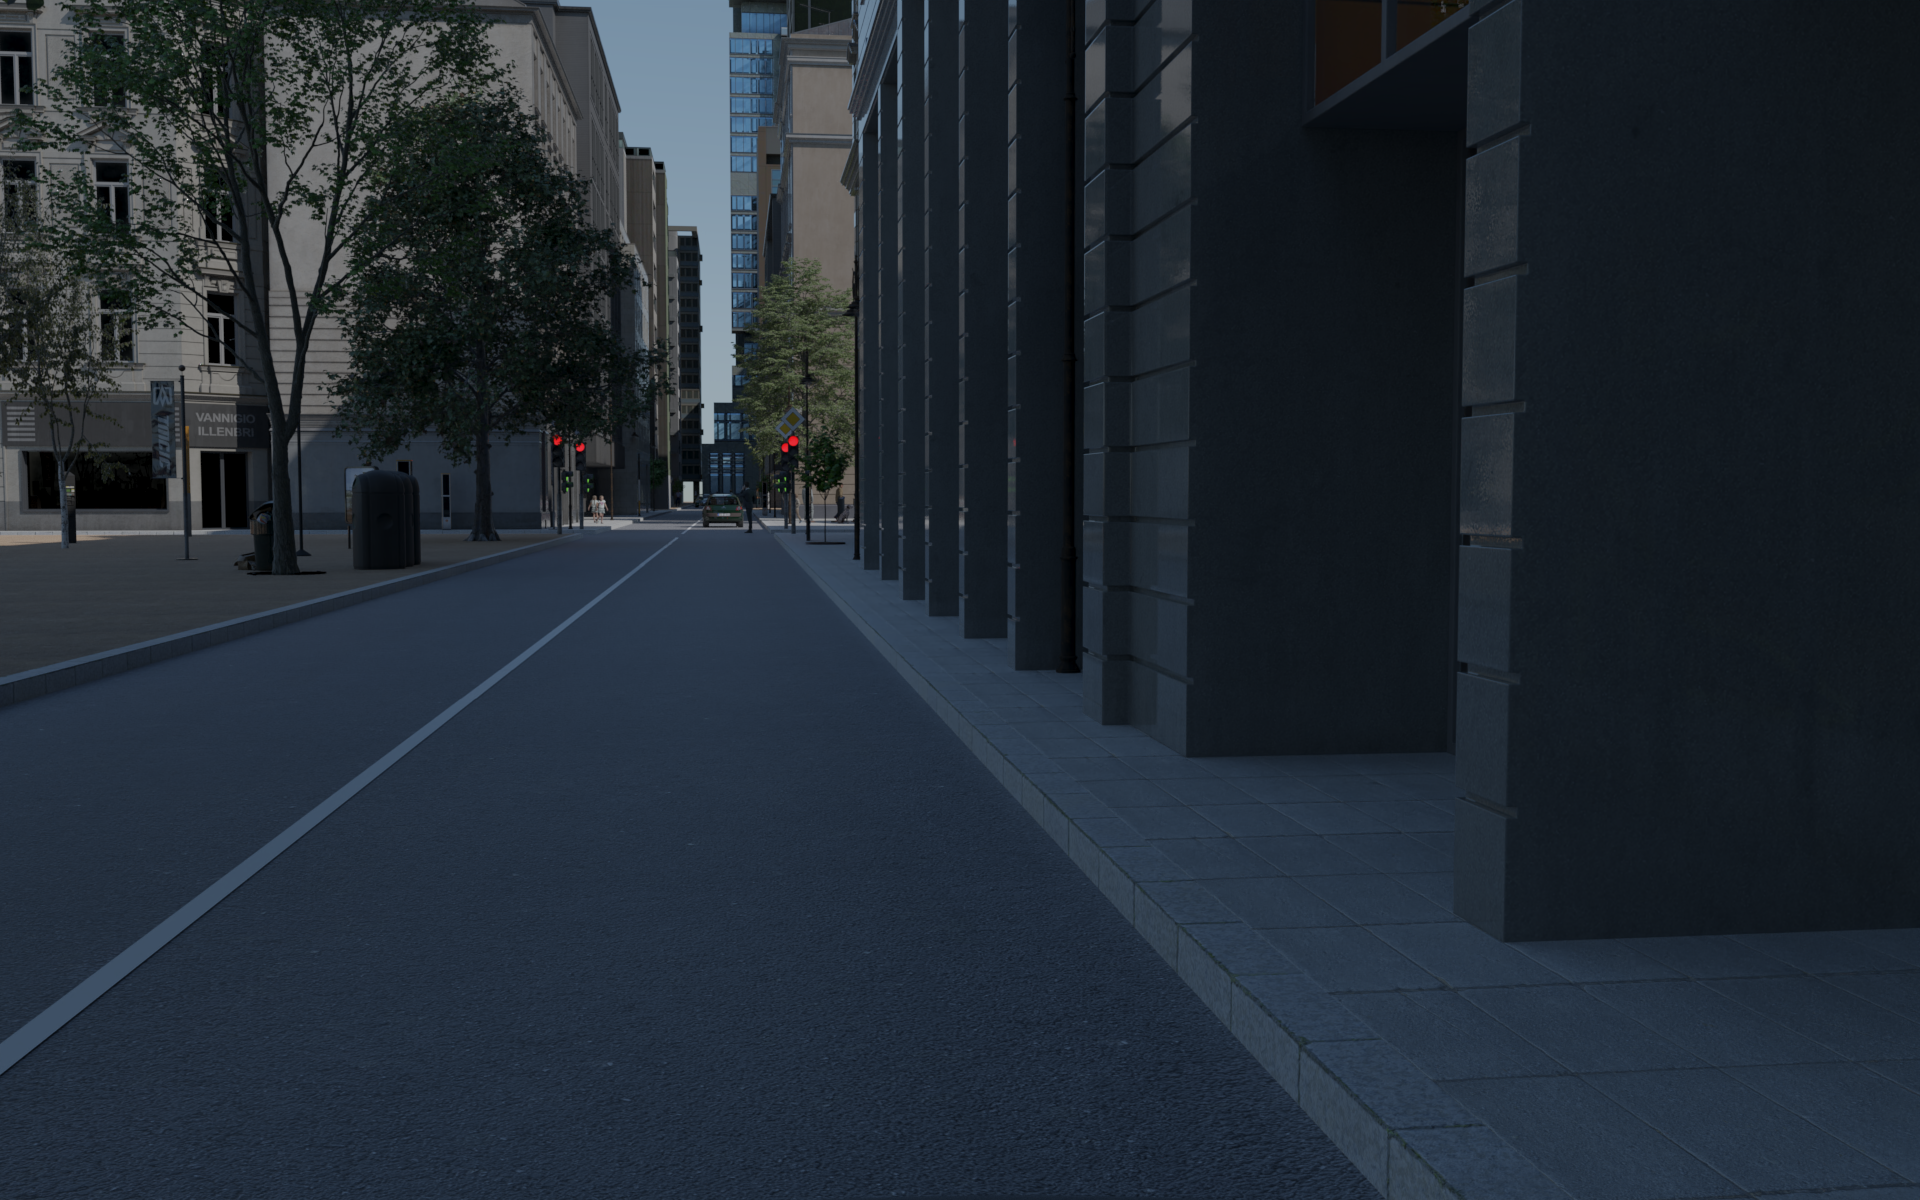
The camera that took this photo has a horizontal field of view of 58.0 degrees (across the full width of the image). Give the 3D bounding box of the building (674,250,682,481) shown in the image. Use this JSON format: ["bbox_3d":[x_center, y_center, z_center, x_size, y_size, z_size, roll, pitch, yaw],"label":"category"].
[{"bbox_3d":[-40.147,-26.509,205.121,14.107,30.474,14.160,0,4,-7],"label":"building"}]

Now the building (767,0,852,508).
[{"bbox_3d":[-7.674,-44.209,161.061,20.563,71.187,20.611,0,4,-7],"label":"building"}]

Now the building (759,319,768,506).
[{"bbox_3d":[-7.598,-20.946,187.505,27.650,21.520,28.899,0,4,-7],"label":"building"}]

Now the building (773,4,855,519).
[{"bbox_3d":[-3.773,-19.171,99.353,13.634,28.700,20.117,0,4,-7],"label":"building"}]

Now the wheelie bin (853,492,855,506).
[{"bbox_3d":[-4.651,-4.536,82.080,0.980,1.594,0.693,3,5,44],"label":"wheelie bin"}]

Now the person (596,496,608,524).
[{"bbox_3d":[-15.505,-3.908,74.949,0.505,1.210,0.382,-3,4,-37],"label":"person"}]

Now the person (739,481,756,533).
[{"bbox_3d":[-7.833,-3.416,63.708,0.474,1.900,0.648,1,4,17],"label":"person"}]

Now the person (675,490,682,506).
[{"bbox_3d":[-29.108,-10.514,178.878,0.756,1.711,0.436,2,4,27],"label":"person"}]

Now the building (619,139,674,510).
[{"bbox_3d":[-31.471,-22.728,143.302,14.160,30.474,14.107,0,4,-7],"label":"building"}]

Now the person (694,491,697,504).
[{"bbox_3d":[-29.607,-11.261,193.354,0.721,1.736,1.217,0,4,-2],"label":"person"}]

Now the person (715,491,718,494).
[{"bbox_3d":[-28.098,-11.682,200.176,0.621,1.740,0.551,-3,5,-40],"label":"person"}]

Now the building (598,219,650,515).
[{"bbox_3d":[-25.976,-15.796,113.015,10.420,20.320,16.860,0,4,-7],"label":"building"}]

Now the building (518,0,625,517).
[{"bbox_3d":[-25.746,-18.225,91.488,14.314,27.812,24.014,0,4,-7],"label":"building"}]

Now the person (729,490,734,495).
[{"bbox_3d":[-19.466,-8.467,147.022,0.705,1.814,1.350,2,4,28],"label":"person"}]

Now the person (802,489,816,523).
[{"bbox_3d":[-6.796,-4.371,77.603,0.635,1.810,0.391,2,4,23],"label":"person"}]

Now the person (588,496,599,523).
[{"bbox_3d":[-16.393,-4.062,77.479,0.505,1.210,0.382,0,3,0],"label":"person"}]

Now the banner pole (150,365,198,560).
[{"bbox_3d":[-15.294,-2.668,33.646,0.863,3.779,0.401,0,4,1],"label":"banner pole"}]

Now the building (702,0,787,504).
[{"bbox_3d":[-18.915,-56.180,231.209,31.000,86.520,22.319,0,4,-7],"label":"building"}]

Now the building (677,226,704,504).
[{"bbox_3d":[-46.827,-33.159,234.025,23.993,40.220,32.217,0,4,-7],"label":"building"}]

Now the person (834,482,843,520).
[{"bbox_3d":[-5.791,-4.732,83.315,0.656,1.842,0.836,2,4,30],"label":"person"}]

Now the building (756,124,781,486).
[{"bbox_3d":[-17.173,-34.074,207.224,14.600,45.320,14.200,0,4,-7],"label":"building"}]

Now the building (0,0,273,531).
[{"bbox_3d":[-47.193,-17.661,65.174,44.131,29.872,17.030,0,4,-7],"label":"building"}]

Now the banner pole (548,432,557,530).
[{"bbox_3d":[-14.617,-4.409,62.107,0.401,3.779,0.863,0,4,-6],"label":"banner pole"}]

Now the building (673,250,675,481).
[{"bbox_3d":[-33.741,-23.592,157.433,14.160,30.474,14.107,0,4,-7],"label":"building"}]

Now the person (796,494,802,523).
[{"bbox_3d":[-7.169,-4.012,75.914,0.475,1.303,0.640,3,5,44],"label":"person"}]

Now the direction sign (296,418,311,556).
[{"bbox_3d":[-13.635,-2.677,35.764,0.379,3.537,0.876,-1,4,-22],"label":"direction sign"}]

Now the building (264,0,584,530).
[{"bbox_3d":[-20.932,-13.523,70.253,9.793,20.994,18.267,0,4,-7],"label":"building"}]

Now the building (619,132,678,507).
[{"bbox_3d":[-45.712,-29.564,175.252,32.217,40.220,23.993,0,4,-7],"label":"building"}]

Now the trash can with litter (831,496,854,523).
[{"bbox_3d":[-5.065,-4.102,78.130,1.678,1.210,2.233,2,4,28],"label":"trash can with litter"}]

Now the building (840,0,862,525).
[{"bbox_3d":[3.780,-15.039,43.145,12.463,27.353,25.104,0,4,-7],"label":"building"}]

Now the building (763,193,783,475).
[{"bbox_3d":[-6.674,-18.672,124.352,14.314,24.678,30.058,0,4,-7],"label":"building"}]

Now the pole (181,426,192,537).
[{"bbox_3d":[-23.236,-3.559,52.025,0.158,3.312,0.155,0,3,0],"label":"pole"}]

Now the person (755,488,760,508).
[{"bbox_3d":[-18.088,-9.098,154.812,0.705,1.821,1.348,0,4,1],"label":"person"}]

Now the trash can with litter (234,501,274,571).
[{"bbox_3d":[-11.804,-1.083,29.090,1.055,1.170,0.624,2,4,30],"label":"trash can with litter"}]

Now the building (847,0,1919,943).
[{"bbox_3d":[5.505,-14.547,15.343,11.434,29.767,29.804,0,4,-7],"label":"building"}]

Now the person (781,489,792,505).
[{"bbox_3d":[-8.200,-4.699,82.641,0.659,1.850,0.755,-1,4,-15],"label":"person"}]
